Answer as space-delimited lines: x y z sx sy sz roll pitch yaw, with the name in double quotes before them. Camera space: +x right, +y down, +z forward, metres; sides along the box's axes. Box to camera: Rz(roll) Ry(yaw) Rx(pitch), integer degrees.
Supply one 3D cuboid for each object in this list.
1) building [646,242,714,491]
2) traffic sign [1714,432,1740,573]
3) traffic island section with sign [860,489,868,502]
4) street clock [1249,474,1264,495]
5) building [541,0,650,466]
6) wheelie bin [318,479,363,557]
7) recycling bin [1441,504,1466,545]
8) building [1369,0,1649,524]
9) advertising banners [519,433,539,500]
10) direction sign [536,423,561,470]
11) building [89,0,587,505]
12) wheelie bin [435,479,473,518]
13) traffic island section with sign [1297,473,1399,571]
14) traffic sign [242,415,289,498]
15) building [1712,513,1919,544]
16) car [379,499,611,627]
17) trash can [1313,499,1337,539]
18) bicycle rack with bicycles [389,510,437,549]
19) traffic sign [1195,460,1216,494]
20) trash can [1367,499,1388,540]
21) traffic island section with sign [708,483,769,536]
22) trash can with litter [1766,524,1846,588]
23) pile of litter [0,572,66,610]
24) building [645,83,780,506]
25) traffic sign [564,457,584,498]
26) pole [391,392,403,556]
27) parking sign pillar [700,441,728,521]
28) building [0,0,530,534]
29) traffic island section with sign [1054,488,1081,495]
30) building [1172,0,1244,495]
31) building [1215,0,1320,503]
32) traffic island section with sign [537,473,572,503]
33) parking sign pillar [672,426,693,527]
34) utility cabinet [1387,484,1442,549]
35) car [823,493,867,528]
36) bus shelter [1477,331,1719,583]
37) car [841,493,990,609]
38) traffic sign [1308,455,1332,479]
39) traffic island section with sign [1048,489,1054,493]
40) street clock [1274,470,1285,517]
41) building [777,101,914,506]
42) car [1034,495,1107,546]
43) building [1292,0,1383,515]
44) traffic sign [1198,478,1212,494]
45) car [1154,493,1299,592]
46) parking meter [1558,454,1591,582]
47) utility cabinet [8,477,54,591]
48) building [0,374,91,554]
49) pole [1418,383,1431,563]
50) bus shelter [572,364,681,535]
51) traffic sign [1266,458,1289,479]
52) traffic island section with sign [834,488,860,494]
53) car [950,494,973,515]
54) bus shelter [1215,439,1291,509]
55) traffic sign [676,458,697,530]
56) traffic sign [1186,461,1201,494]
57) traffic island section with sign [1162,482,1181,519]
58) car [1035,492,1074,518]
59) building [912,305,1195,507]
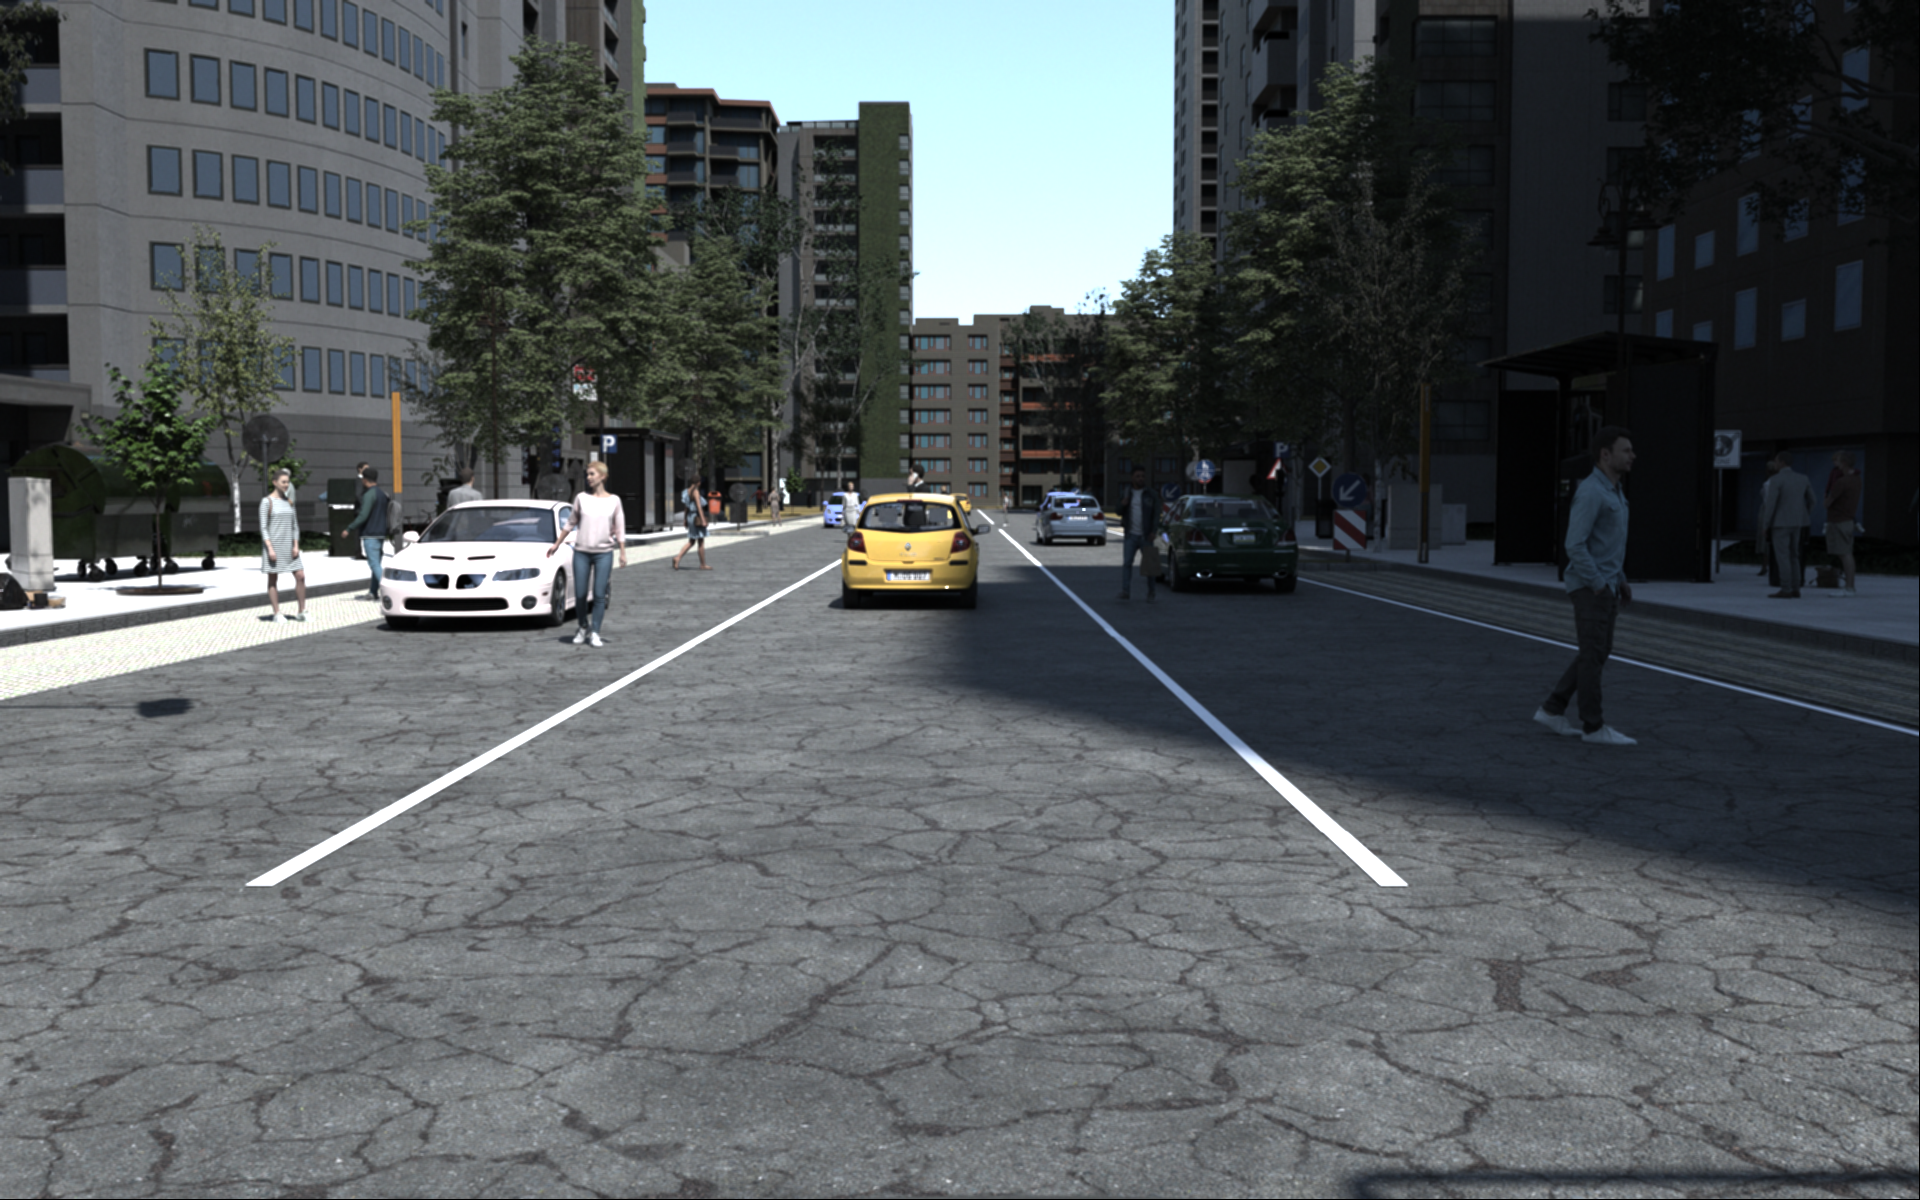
"building" -35.540 -17.695 134.352 28.899 21.520 27.650 0 3 0
"traffic sign" 12.258 -1.580 27.961 0.606 2.300 0.079 0 4 2
"traffic island section with sign" -7.578 -7.854 137.045 1.989 1.847 2.006 0 3 0
"street clock" 10.732 -3.557 62.726 0.471 2.002 0.358 2 4 33
"building" -28.027 -26.069 109.816 14.154 41.232 14.086 0 3 0
"wheelie bin" -12.610 -1.685 35.454 0.980 1.594 0.693 -1 4 -14
"recycling bin" 12.376 -1.916 43.877 0.722 1.027 0.722 0 4 1
"building" 25.126 -18.580 75.481 14.160 30.474 14.107 0 3 0
"advertising banners" -12.181 -3.311 50.316 0.090 3.025 2.074 1 4 21
"direction sign" -13.167 -3.882 55.474 0.876 3.537 0.379 1 4 18
"building" -31.342 -39.959 91.587 20.563 71.187 20.611 0 3 0
"wheelie bin" -10.257 -1.676 35.313 0.980 1.594 0.693 0 4 4
"traffic island section with sign" 7.098 -1.479 32.811 1.989 1.847 2.006 0 3 0
"traffic sign" -11.201 -1.703 27.946 0.768 2.556 0.104 0 4 1
"building" 27.900 -24.171 45.300 14.600 45.320 14.200 0 3 0
"car" -5.270 -0.476 20.148 2.083 1.381 4.827 0 4 -1
"trash can" 10.560 -2.341 49.932 0.748 1.137 0.748 0 3 0
"bicycle rack with bicycles" -11.274 -1.626 39.968 2.925 0.926 2.852 2 4 28
"traffic sign" 9.079 -3.920 64.199 0.768 2.556 0.104 0 4 1
"trash can" 11.610 -2.256 48.540 0.748 1.137 0.748 0 3 0
"traffic island section with sign" -7.624 -3.123 59.682 1.989 1.847 2.006 0 3 0
"trash can with litter" 11.706 -0.767 23.928 1.055 1.170 0.624 2 4 32
"pile of litter" -10.906 -0.341 19.536 1.719 0.858 1.176 2 4 29
"building" -34.074 -32.587 187.428 28.867 44.769 22.147 0 3 0
"traffic sign" -13.446 -3.706 60.605 0.884 2.594 0.081 0 4 5
"pole" -11.278 -2.499 34.702 0.158 3.312 0.155 0 3 0
"parking sign pillar" -11.778 -5.737 82.272 1.447 3.967 1.447 3 4 37
"building" -30.528 -31.992 65.075 21.231 58.520 28.212 0 3 0
"traffic island section with sign" 7.131 -6.161 109.356 1.989 1.847 2.006 0 3 0
"building" 34.415 -45.785 186.834 20.611 71.187 20.563 0 3 0
"building" 35.005 -33.245 132.794 28.713 52.752 27.495 0 3 0
"traffic island section with sign" -7.633 -1.447 32.294 1.989 1.847 2.006 0 3 0
"parking sign pillar" -11.155 -4.873 68.150 1.447 3.967 1.447 0 4 -5
"utility cabinet" 10.527 -1.922 40.100 1.173 1.500 0.318 0 4 2
"car" -4.866 -3.934 73.908 1.945 1.707 3.694 0 4 0
"bus shelter" 10.121 -2.249 28.061 1.731 3.624 6.357 0 4 0
"car" -0.606 -0.787 23.091 2.015 1.641 3.980 0 4 1
"traffic sign" 12.057 -3.563 57.992 0.795 2.593 0.064 1 4 9
"traffic island section with sign" 7.145 -7.822 136.524 1.989 1.847 2.006 0 3 0
"street clock" 9.540 -2.884 51.719 0.358 2.002 0.471 0 4 2
"building" -11.970 -30.599 183.894 14.086 41.232 14.154 0 3 0
"car" 3.150 -2.284 49.348 2.014 1.417 4.499 0 4 -1
"building" 31.173 -34.407 104.552 21.231 58.520 28.212 0 3 0
"traffic sign" 11.630 -5.040 82.506 0.768 2.556 0.104 1 4 9
"car" 3.999 -0.917 26.791 2.131 1.459 4.920 0 4 0
"parking meter" 8.959 -1.197 25.278 0.399 1.863 0.255 -1 4 -21
"utility cabinet" -12.404 -0.885 23.149 0.318 1.500 1.173 -3 4 -39
"building" -29.657 -36.335 32.337 20.563 71.187 20.611 0 3 0
"pole" 8.583 -2.334 32.005 0.158 3.312 0.155 0 3 0
"bus shelter" -10.843 -4.800 56.110 2.179 5.291 8.768 0 3 0
"traffic sign" 11.129 -3.698 60.458 0.884 2.594 0.081 0 4 1
"traffic island section with sign" -7.602 -6.206 110.090 1.989 1.847 2.006 0 3 0
"car" -0.128 -6.559 117.463 2.015 1.641 3.980 0 4 0
"bus shelter" 11.132 -4.420 66.199 2.014 3.302 5.546 0 4 0
"traffic sign" -9.657 -3.729 61.083 0.768 2.556 0.104 0 4 6
"traffic sign" 9.042 -4.065 66.574 0.768 2.556 0.104 0 4 3
"traffic island section with sign" 7.096 -3.128 59.766 1.989 1.847 2.006 0 3 0
"car" 4.033 -3.705 70.162 1.945 1.707 3.694 0 4 -1
"building" 9.525 -21.142 190.712 28.899 21.520 27.650 0 3 0
